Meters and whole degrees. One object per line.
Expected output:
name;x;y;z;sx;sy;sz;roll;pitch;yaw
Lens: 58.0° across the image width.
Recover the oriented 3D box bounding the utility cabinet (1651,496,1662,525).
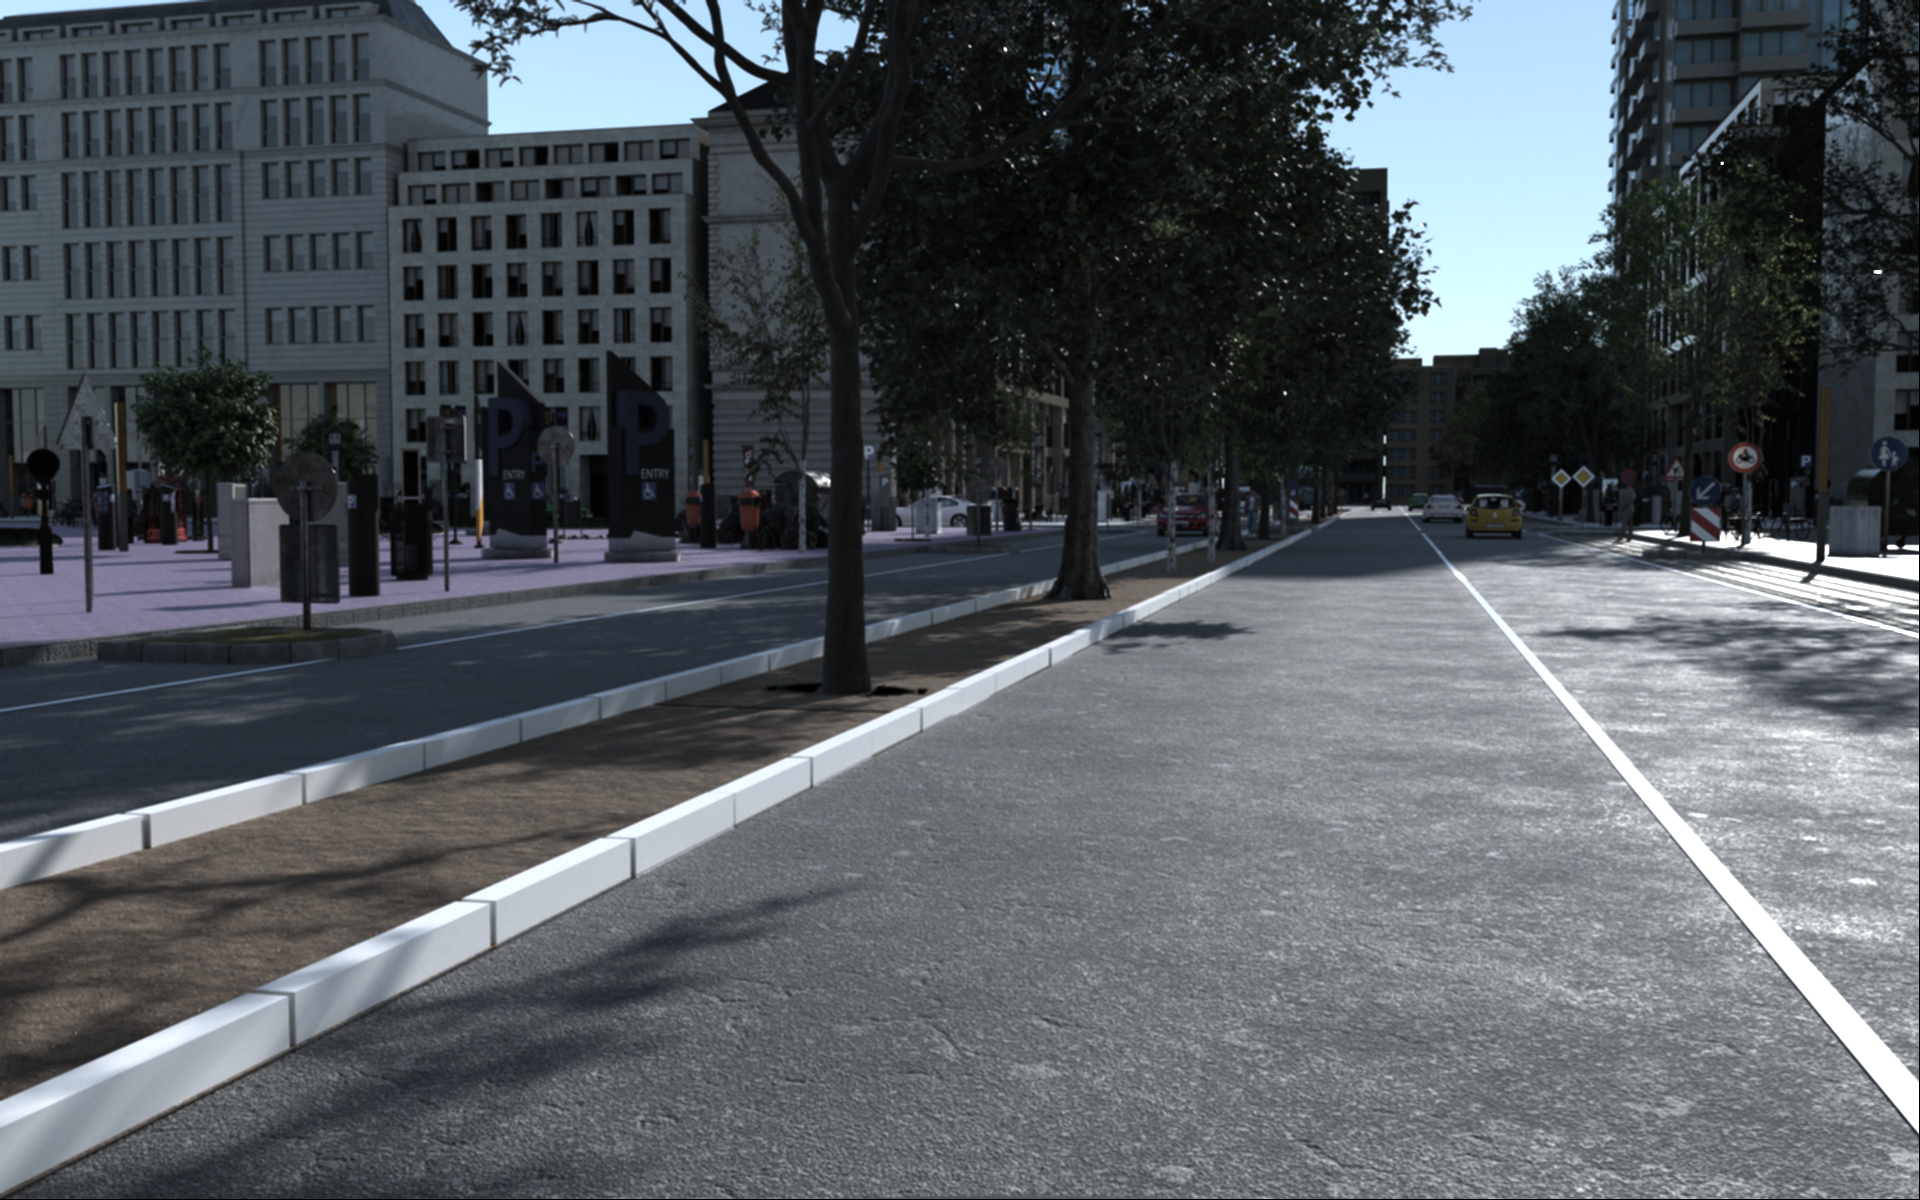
utility cabinet;28.995;-3.726;72.085;0.306;1.237;1.020;1;4;17

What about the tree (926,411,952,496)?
tree;-1.261;-7.652;75.473;4.360;8.622;3.978;0;3;0

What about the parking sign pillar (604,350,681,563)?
parking sign pillar;-6.072;-2.725;33.023;1.447;3.967;1.447;3;5;40

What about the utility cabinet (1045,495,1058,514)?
utility cabinet;5.998;-6.210;112.701;1.020;1.237;0.306;3;5;41

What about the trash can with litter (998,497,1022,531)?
trash can with litter;1.762;-2.972;59.986;0.624;1.170;1.055;1;4;21

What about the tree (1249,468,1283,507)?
tree;34.847;-12.960;195.608;4.285;4.588;4.351;0;3;0

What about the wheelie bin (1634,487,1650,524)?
wheelie bin;29.216;-4.079;74.606;0.980;1.594;0.693;-3;4;-36

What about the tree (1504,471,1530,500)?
tree;39.426;-7.804;122.200;1.663;3.219;1.824;0;3;0

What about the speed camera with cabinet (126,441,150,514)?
speed camera with cabinet;-30.218;-4.317;64.926;0.660;3.252;2.038;2;4;29

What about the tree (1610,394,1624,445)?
tree;44.611;-9.981;113.552;4.360;8.622;3.978;0;3;0

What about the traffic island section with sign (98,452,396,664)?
traffic island section with sign;-6.237;-0.426;15.594;1.989;1.847;2.006;1;4;14

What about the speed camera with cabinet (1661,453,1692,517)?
speed camera with cabinet;34.446;-5.438;83.251;0.660;3.252;2.038;0;4;-5

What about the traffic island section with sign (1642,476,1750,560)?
traffic island section with sign;16.284;-1.823;38.439;1.989;1.847;2.006;1;4;14

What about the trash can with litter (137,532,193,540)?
trash can with litter;-22.415;-2.300;48.665;2.233;1.210;1.678;1;4;9

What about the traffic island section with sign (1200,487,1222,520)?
traffic island section with sign;13.602;-5.327;95.730;1.989;1.847;2.006;1;4;14

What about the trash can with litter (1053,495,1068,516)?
trash can with litter;6.442;-5.646;103.363;2.233;1.210;1.678;3;4;38

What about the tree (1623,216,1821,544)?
tree;20.216;-5.769;44.684;4.360;8.622;3.978;0;3;0

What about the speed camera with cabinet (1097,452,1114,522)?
speed camera with cabinet;6.719;-5.268;80.474;0.660;3.252;2.038;1;4;16

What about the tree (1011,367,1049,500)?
tree;2.745;-8.426;88.122;4.737;8.622;4.395;0;3;0

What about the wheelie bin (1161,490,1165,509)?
wheelie bin;16.006;-7.901;137.089;0.693;1.594;0.980;-2;4;-25

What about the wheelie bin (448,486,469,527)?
wheelie bin;-19.729;-3.679;68.068;0.980;1.594;0.693;1;4;20

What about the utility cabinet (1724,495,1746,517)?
utility cabinet;38.031;-4.511;84.922;1.020;1.237;0.306;1;4;22

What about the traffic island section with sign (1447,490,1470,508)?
traffic island section with sign;48.193;-9.709;167.364;1.989;1.847;2.006;1;4;14

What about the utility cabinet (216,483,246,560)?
utility cabinet;-14.245;-1.544;33.927;0.318;1.500;1.173;-1;4;-11

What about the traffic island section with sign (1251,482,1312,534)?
traffic island section with sign;11.626;-3.349;62.889;2.006;1.907;1.989;1;4;14

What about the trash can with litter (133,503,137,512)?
trash can with litter;-29.690;-3.118;62.373;1.055;1.170;0.624;-3;4;-38

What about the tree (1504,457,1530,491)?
tree;47.069;-12.107;148.315;4.737;8.622;4.395;0;3;0

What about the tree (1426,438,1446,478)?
tree;62.293;-17.114;214.232;8.767;10.594;7.601;0;4;-3

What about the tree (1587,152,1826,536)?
tree;22.336;-7.759;52.621;9.928;11.665;9.643;0;3;0

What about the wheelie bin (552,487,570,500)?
wheelie bin;-18.454;-4.420;80.182;0.693;1.594;0.980;3;4;36

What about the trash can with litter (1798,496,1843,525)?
trash can with litter;35.851;-3.701;71.568;1.678;1.210;2.233;-3;4;-39

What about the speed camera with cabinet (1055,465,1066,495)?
speed camera with cabinet;6.842;-7.528;117.415;0.660;3.252;2.038;0;4;-4

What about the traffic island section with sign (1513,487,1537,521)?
traffic island section with sign;29.499;-5.090;91.854;1.989;1.847;2.006;1;4;14

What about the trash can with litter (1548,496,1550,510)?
trash can with litter;40.932;-6.622;119.650;0.624;1.170;1.055;1;4;17

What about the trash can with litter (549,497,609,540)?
trash can with litter;-10.684;-2.343;49.358;2.233;1.210;1.678;0;4;2

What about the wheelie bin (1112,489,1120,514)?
wheelie bin;9.704;-6.272;110.461;0.693;1.594;0.980;0;4;6

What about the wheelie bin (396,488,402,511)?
wheelie bin;-25.613;-4.418;80.150;0.693;1.594;0.980;1;4;15

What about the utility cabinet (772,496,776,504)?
utility cabinet;-6.764;-3.271;64.642;0.306;1.237;1.020;-3;5;-42

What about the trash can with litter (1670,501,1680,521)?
trash can with litter;33.332;-4.274;81.267;0.624;1.170;1.055;-2;4;-33

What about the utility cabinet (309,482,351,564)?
utility cabinet;-11.328;-1.402;31.594;0.318;1.500;1.173;3;5;43

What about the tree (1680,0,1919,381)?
tree;16.014;-5.653;26.841;8.767;10.594;7.601;0;4;6

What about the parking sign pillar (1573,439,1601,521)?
parking sign pillar;30.487;-5.834;83.864;1.447;3.967;1.447;0;4;-8

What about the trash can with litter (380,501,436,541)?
trash can with litter;-15.265;-2.247;47.794;1.678;1.210;2.233;-2;4;-35

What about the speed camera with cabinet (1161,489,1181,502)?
speed camera with cabinet;14.197;-7.655;119.498;2.038;3.252;0.660;2;4;24

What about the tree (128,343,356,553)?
tree;-16.473;-3.322;38.033;4.285;4.588;4.351;0;3;0

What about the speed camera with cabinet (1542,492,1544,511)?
speed camera with cabinet;45.905;-8.558;134.264;2.038;3.252;0.660;1;4;23

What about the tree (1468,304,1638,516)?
tree;34.648;-11.258;101.075;9.611;12.733;9.660;0;3;0

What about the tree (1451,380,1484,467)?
tree;28.366;-9.295;77.723;9.928;11.665;9.643;0;3;0

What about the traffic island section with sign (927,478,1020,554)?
traffic island section with sign;0.391;-2.061;42.320;1.989;1.847;2.006;1;4;14

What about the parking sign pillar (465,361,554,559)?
parking sign pillar;-8.905;-2.833;34.797;1.447;3.967;1.447;3;4;37

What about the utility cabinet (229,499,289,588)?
utility cabinet;-9.787;-0.800;24.235;0.306;1.237;1.020;1;4;11

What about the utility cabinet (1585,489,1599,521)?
utility cabinet;30.297;-4.504;82.317;0.318;1.500;1.173;-2;4;-31

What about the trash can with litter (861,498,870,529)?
trash can with litter;-3.466;-2.869;58.300;0.624;1.170;1.055;1;4;13

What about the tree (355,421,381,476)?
tree;-23.040;-4.889;63.649;4.285;4.588;4.351;0;3;0

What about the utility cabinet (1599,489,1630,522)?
utility cabinet;29.984;-4.314;79.218;1.173;1.500;0.318;1;4;9

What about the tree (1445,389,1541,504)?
tree;41.452;-11.880;128.654;7.601;10.594;8.767;2;4;34

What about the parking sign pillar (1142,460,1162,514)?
parking sign pillar;12.110;-7.425;109.869;1.447;3.967;1.447;0;4;-6
